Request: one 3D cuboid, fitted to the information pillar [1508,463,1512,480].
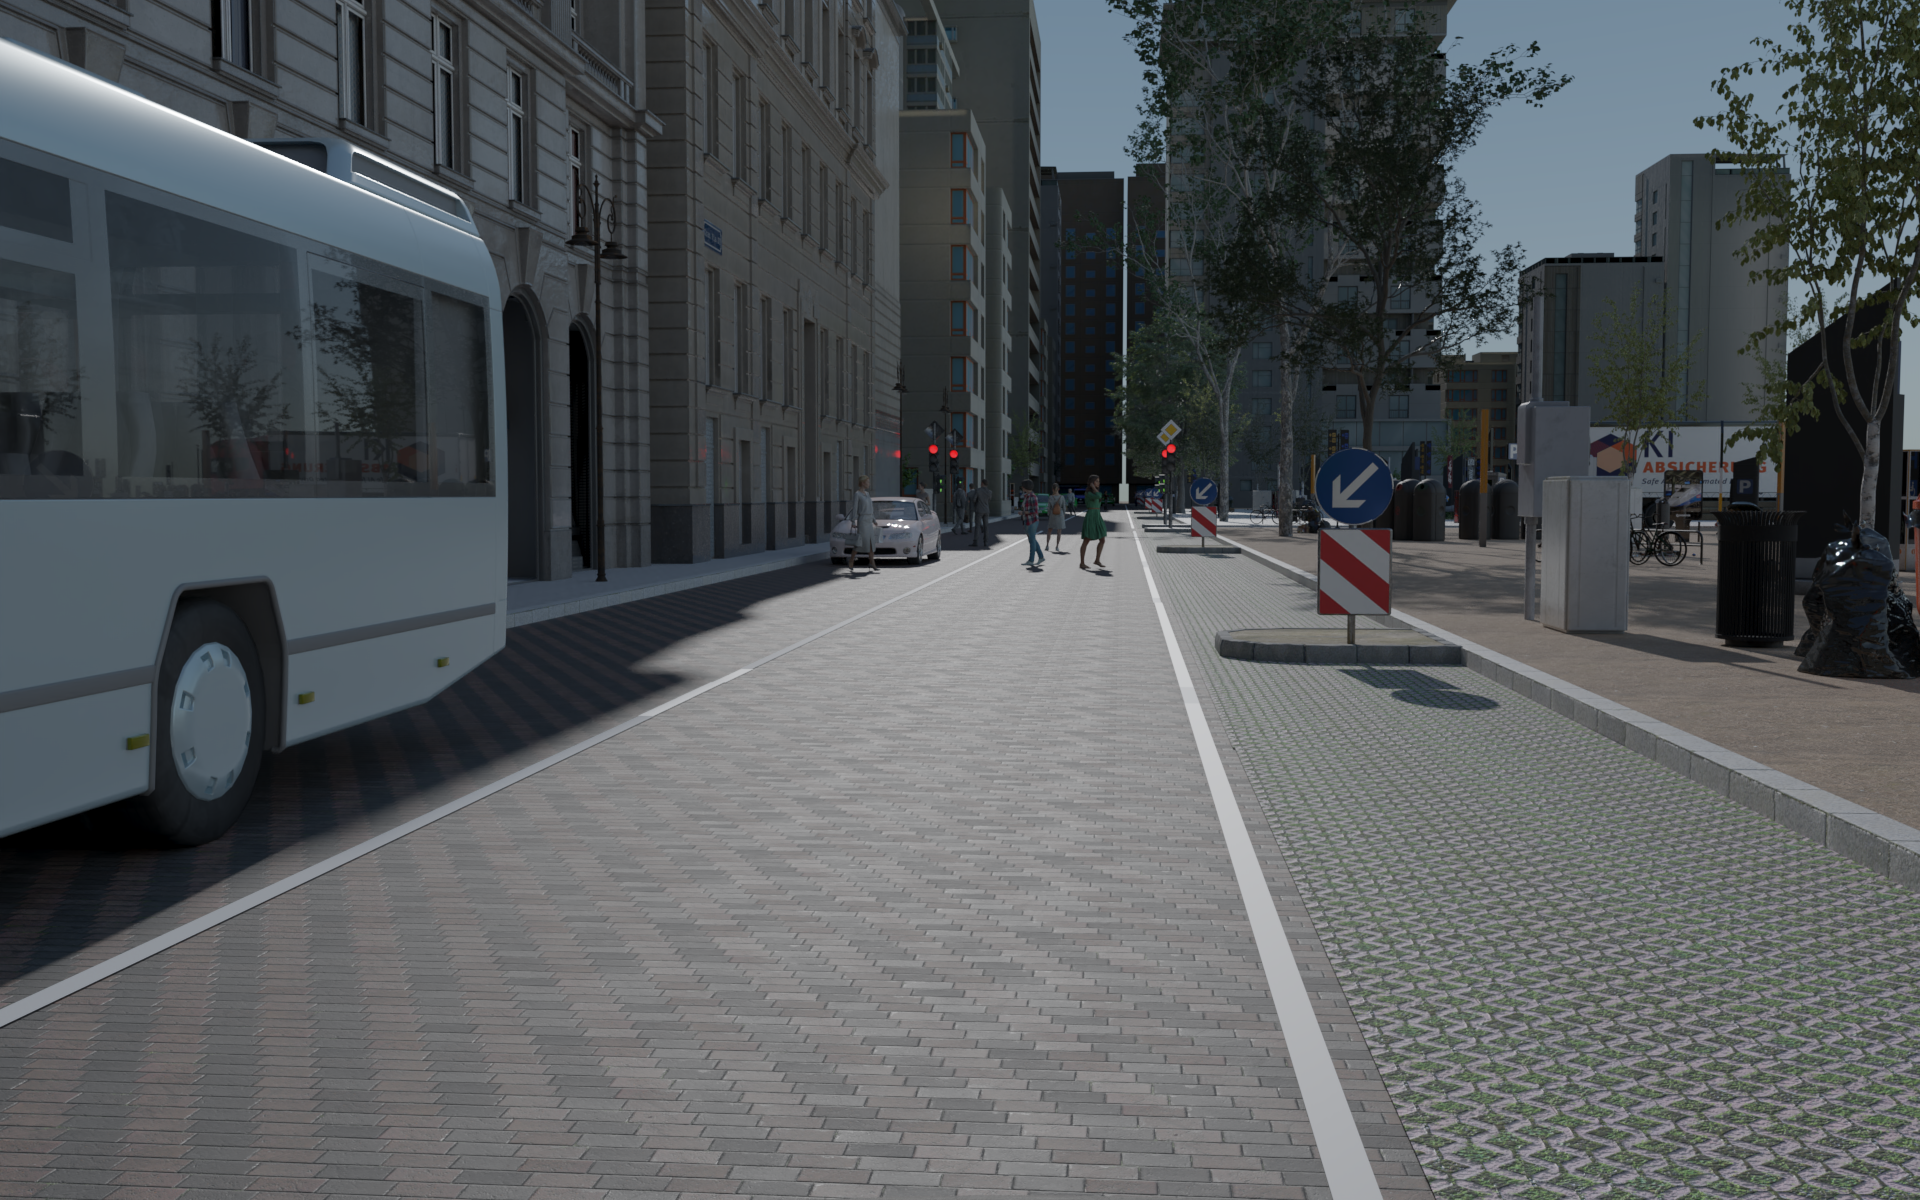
[{"bbox_3d":[41.811,-8.585,131.717,0.183,3.616,0.504,-1,4,-16],"label":"information pillar"}]

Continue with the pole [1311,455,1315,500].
[{"bbox_3d":[18.320,-5.876,89.908,0.158,3.312,0.155,0,3,0],"label":"pole"}]

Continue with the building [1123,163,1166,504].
[{"bbox_3d":[29.920,-35.893,236.962,14.200,45.320,14.600,0,4,5],"label":"building"}]

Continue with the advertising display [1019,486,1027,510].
[{"bbox_3d":[5.126,-7.958,135.332,0.974,1.923,0.123,1,4,10],"label":"advertising display"}]

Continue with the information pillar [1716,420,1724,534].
[{"bbox_3d":[24.122,-3.887,54.903,0.183,3.616,0.504,1,4,22],"label":"information pillar"}]

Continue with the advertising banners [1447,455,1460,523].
[{"bbox_3d":[21.999,-4.918,76.601,0.090,3.025,2.074,-1,4,-9],"label":"advertising banners"}]

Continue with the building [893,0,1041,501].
[{"bbox_3d":[-3.720,-32.795,159.894,21.300,48.544,21.600,0,4,5],"label":"building"}]

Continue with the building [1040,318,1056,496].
[{"bbox_3d":[-4.138,-20.858,186.069,27.650,21.520,28.899,0,4,5],"label":"building"}]

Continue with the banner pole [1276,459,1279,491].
[{"bbox_3d":[22.981,-8.266,125.159,0.401,3.779,0.863,2,4,28],"label":"banner pole"}]

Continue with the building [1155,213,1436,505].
[{"bbox_3d":[39.962,-31.627,208.986,32.217,40.220,23.993,0,4,5],"label":"building"}]

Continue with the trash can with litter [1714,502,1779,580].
[{"bbox_3d":[11.655,-0.866,25.546,1.055,1.170,0.624,-3,5,-40],"label":"trash can with litter"}]

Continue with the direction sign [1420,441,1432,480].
[{"bbox_3d":[19.813,-5.001,73.765,0.379,3.537,0.876,-1,4,-16],"label":"direction sign"}]

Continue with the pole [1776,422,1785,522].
[{"bbox_3d":[22.989,-3.342,48.479,0.158,3.312,0.155,0,3,0],"label":"pole"}]

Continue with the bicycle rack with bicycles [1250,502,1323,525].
[{"bbox_3d":[14.179,-3.691,73.731,2.925,0.926,2.852,3,5,40],"label":"bicycle rack with bicycles"}]

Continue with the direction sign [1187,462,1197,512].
[{"bbox_3d":[16.557,-8.057,123.734,0.876,3.537,0.379,-2,4,-35],"label":"direction sign"}]

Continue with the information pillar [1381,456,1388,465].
[{"bbox_3d":[26.055,-7.031,106.317,0.504,3.616,0.183,1,4,20],"label":"information pillar"}]

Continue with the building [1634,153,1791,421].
[{"bbox_3d":[90.623,-32.208,210.201,14.086,41.232,14.154,0,4,5],"label":"building"}]

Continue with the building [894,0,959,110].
[{"bbox_3d":[-13.405,-26.847,130.826,32.217,40.220,23.993,0,4,5],"label":"building"}]

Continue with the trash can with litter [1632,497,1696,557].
[{"bbox_3d":[14.425,-1.530,36.067,1.678,1.210,2.233,2,4,35],"label":"trash can with litter"}]

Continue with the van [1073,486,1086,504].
[{"bbox_3d":[13.835,-11.815,197.563,2.240,2.365,5.245,0,4,6],"label":"van"}]

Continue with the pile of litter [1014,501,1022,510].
[{"bbox_3d":[4.534,-7.553,137.457,1.176,0.858,1.719,3,4,38],"label":"pile of litter"}]

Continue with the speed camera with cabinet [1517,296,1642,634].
[{"bbox_3d":[5.922,-1.371,16.754,0.660,3.252,2.038,0,4,5],"label":"speed camera with cabinet"}]

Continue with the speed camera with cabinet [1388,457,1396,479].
[{"bbox_3d":[23.722,-6.030,92.919,2.038,3.252,0.660,1,4,23],"label":"speed camera with cabinet"}]

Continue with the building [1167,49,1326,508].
[{"bbox_3d":[26.623,-29.355,163.548,14.154,41.232,14.086,0,4,5],"label":"building"}]

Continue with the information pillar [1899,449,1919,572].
[{"bbox_3d":[15.640,-1.472,28.560,0.304,2.012,0.304,-1,4,-12],"label":"information pillar"}]

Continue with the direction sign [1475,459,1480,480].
[{"bbox_3d":[33.016,-7.282,111.061,0.379,3.537,0.876,-3,5,-44],"label":"direction sign"}]

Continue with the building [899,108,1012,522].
[{"bbox_3d":[-11.943,-15.202,93.596,27.650,21.520,28.899,0,4,5],"label":"building"}]

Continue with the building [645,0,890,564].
[{"bbox_3d":[-9.391,-15.061,43.516,12.463,27.353,25.104,0,4,5],"label":"building"}]

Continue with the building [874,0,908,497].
[{"bbox_3d":[-11.477,-12.974,61.283,18.267,20.994,9.793,0,4,5],"label":"building"}]

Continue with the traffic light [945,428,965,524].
[{"bbox_3d":[-0.220,-5.198,73.907,0.839,4.253,0.868,0,4,5],"label":"traffic light"}]

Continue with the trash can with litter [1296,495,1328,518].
[{"bbox_3d":[18.907,-5.085,94.195,2.233,1.210,1.678,1,4,13],"label":"trash can with litter"}]

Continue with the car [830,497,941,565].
[{"bbox_3d":[-1.524,-1.496,36.816,2.083,1.381,4.827,0,4,7],"label":"car"}]

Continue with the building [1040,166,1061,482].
[{"bbox_3d":[5.638,-32.678,217.875,14.086,41.232,14.154,0,4,5],"label":"building"}]

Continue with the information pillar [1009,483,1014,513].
[{"bbox_3d":[3.514,-6.911,117.483,0.304,2.012,0.304,-1,4,-10],"label":"information pillar"}]

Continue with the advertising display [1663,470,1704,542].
[{"bbox_3d":[19.307,-2.510,46.258,0.974,1.923,0.123,1,4,11],"label":"advertising display"}]

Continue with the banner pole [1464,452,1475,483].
[{"bbox_3d":[30.315,-6.928,103.288,0.863,3.779,0.401,-1,4,-9],"label":"banner pole"}]

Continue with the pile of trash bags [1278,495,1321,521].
[{"bbox_3d":[16.688,-4.398,81.663,3.447,1.369,1.912,1,4,19],"label":"pile of trash bags"}]

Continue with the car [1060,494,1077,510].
[{"bbox_3d":[9.547,-8.938,154.938,1.959,1.807,4.718,0,4,5],"label":"car"}]

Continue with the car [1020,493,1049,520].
[{"bbox_3d":[4.314,-5.343,96.153,1.959,1.807,4.718,0,4,4],"label":"car"}]

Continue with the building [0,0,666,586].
[{"bbox_3d":[-12.424,-10.858,19.323,13.314,21.916,24.055,0,4,5],"label":"building"}]

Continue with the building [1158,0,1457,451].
[{"bbox_3d":[35.499,-36.329,183.212,28.713,52.752,27.495,0,4,5],"label":"building"}]

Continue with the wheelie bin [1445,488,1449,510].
[{"bbox_3d":[24.606,-4.964,89.068,0.980,1.594,0.693,0,4,6],"label":"wheelie bin"}]

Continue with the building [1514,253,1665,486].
[{"bbox_3d":[76.511,-26.901,211.532,14.107,30.474,14.160,0,4,5],"label":"building"}]

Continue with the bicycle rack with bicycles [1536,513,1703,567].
[{"bbox_3d":[12.274,-1.124,31.755,2.852,0.926,2.925,-1,4,-21],"label":"bicycle rack with bicycles"}]

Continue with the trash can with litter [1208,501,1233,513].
[{"bbox_3d":[17.427,-6.530,117.829,2.233,1.210,1.678,1,4,8],"label":"trash can with litter"}]

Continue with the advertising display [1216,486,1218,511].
[{"bbox_3d":[19.814,-7.831,133.258,0.123,1.923,0.974,0,4,3],"label":"advertising display"}]

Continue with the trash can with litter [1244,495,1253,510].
[{"bbox_3d":[23.099,-7.741,137.623,1.678,1.210,2.233,2,4,35],"label":"trash can with litter"}]

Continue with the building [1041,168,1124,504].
[{"bbox_3d":[15.434,-36.049,239.503,14.200,45.320,14.600,0,4,5],"label":"building"}]

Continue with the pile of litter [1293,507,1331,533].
[{"bbox_3d":[11.551,-2.615,56.720,1.719,0.858,1.176,2,4,28],"label":"pile of litter"}]

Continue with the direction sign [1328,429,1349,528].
[{"bbox_3d":[13.288,-4.213,60.882,0.876,3.537,0.379,-2,4,-25],"label":"direction sign"}]

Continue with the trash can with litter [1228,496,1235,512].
[{"bbox_3d":[19.467,-6.910,124.369,0.624,1.170,1.055,-1,4,-14],"label":"trash can with litter"}]

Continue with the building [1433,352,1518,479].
[{"bbox_3d":[79.557,-24.159,240.045,28.899,21.520,27.650,0,4,5],"label":"building"}]

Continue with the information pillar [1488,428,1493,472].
[{"bbox_3d":[18.890,-4.312,61.859,0.183,3.616,0.504,0,4,-5],"label":"information pillar"}]

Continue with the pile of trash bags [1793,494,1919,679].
[{"bbox_3d":[6.883,-0.146,12.140,1.912,1.369,3.447,2,4,27],"label":"pile of trash bags"}]

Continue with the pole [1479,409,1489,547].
[{"bbox_3d":[12.650,-2.935,41.829,0.158,3.312,0.155,0,3,0],"label":"pole"}]

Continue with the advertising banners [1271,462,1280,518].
[{"bbox_3d":[16.987,-5.905,92.741,0.090,3.025,2.074,1,4,18],"label":"advertising banners"}]

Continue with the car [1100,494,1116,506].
[{"bbox_3d":[17.442,-12.004,205.057,1.959,1.807,4.718,0,4,7],"label":"car"}]
